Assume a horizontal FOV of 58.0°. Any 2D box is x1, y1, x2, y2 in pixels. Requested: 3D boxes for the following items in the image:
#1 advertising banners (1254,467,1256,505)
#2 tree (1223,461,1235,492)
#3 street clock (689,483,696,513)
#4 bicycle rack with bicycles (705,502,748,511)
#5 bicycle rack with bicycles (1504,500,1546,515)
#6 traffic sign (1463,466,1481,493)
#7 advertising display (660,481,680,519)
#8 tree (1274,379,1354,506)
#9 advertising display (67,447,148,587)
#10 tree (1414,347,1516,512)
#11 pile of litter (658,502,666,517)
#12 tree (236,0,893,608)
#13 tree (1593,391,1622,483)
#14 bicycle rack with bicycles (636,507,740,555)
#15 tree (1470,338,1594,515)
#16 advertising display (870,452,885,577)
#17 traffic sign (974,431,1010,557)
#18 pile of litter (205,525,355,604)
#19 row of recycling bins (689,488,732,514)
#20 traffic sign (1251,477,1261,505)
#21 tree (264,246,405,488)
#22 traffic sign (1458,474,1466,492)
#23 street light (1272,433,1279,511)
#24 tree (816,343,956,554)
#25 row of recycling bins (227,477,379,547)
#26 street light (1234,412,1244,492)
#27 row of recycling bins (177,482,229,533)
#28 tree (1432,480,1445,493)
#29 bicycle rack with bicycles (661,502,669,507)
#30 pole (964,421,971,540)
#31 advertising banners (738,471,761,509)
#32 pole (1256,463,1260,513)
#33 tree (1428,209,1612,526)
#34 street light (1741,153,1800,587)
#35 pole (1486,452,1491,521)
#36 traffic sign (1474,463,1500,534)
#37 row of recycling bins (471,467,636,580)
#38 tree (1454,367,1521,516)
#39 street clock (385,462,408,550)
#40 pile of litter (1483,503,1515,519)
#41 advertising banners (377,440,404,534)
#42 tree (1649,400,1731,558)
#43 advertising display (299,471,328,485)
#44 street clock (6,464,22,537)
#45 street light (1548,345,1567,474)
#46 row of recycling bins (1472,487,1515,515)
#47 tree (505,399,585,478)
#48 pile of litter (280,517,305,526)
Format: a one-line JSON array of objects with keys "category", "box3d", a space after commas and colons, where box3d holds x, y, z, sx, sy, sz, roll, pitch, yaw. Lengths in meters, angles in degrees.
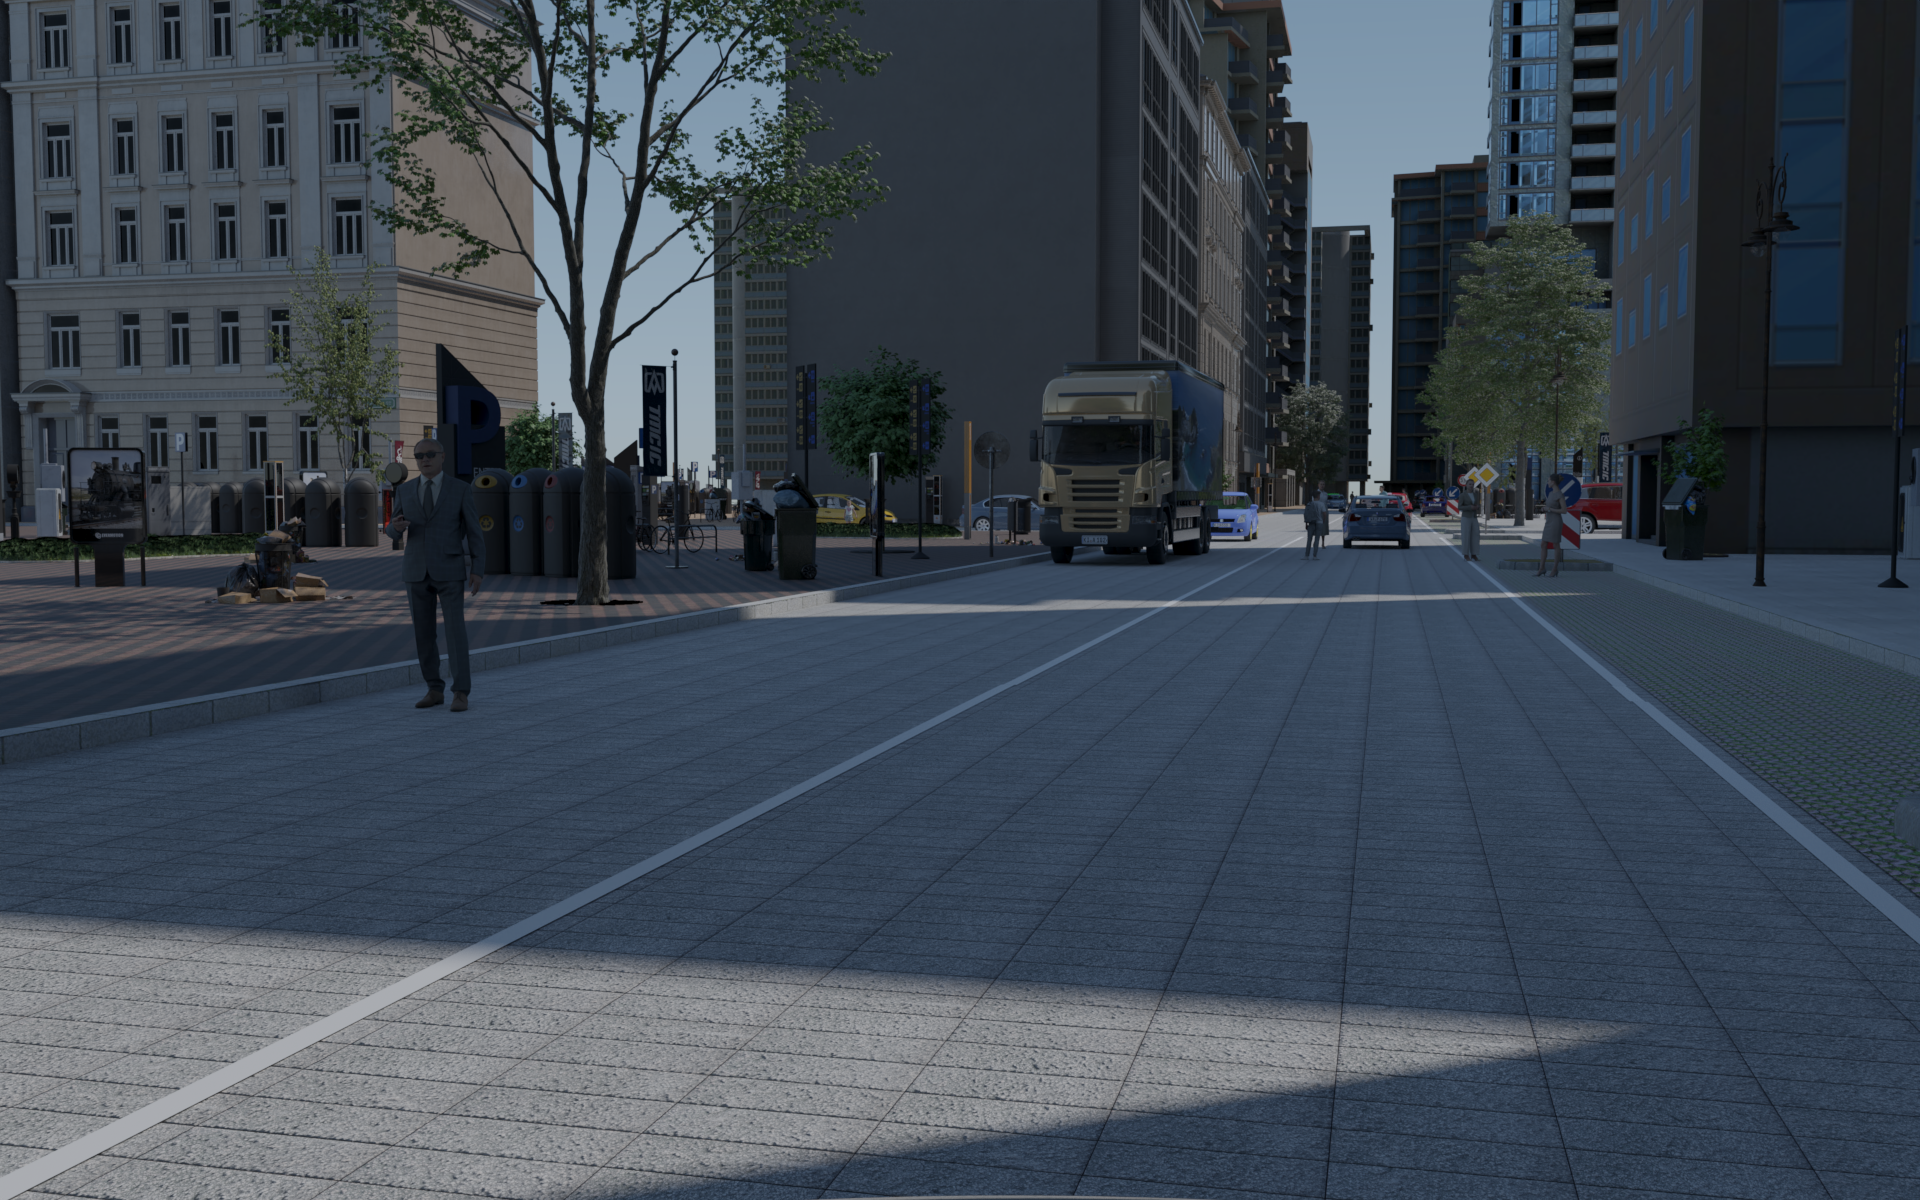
[{"category": "advertising banners", "box3d": [17.285, -6.444, 101.551, 0.090, 3.025, 2.074, 1, 4, 11]}, {"category": "tree", "box3d": [13.038, -5.665, 87.228, 1.663, 3.219, 1.824, 0, 3, 0]}, {"category": "street clock", "box3d": [-16.808, -6.381, 108.901, 0.358, 2.002, 0.471, -2, 4, -33]}, {"category": "bicycle rack with bicycles", "box3d": [-10.513, -4.010, 78.937, 2.852, 0.926, 2.925, 1, 4, 11]}, {"category": "bicycle rack with bicycles", "box3d": [34.030, -5.519, 103.612, 2.925, 0.926, 2.852, -1, 4, -11]}, {"category": "traffic sign", "box3d": [18.633, -3.617, 62.774, 0.795, 2.450, 0.064, 1, 4, 14]}, {"category": "advertising display", "box3d": [-14.342, -4.930, 85.814, 0.974, 1.923, 0.123, 0, 4, -2]}, {"category": "tree", "box3d": [38.912, -17.509, 192.921, 9.857, 13.997, 8.962, 0, 3, 0]}, {"category": "advertising display", "box3d": [-11.797, -1.148, 23.989, 0.974, 1.923, 0.123, -1, 4, -13]}, {"category": "tree", "box3d": [36.038, -12.030, 122.446, 9.928, 11.665, 9.643, 0, 3, 0]}, {"category": "pile of litter", "box3d": [-16.943, -5.177, 98.604, 1.719, 0.858, 1.176, 2, 4, 34]}, {"category": "tree", "box3d": [-4.213, -5.742, 19.637, 9.928, 11.665, 9.643, 0, 3, 0]}, {"category": "tree", "box3d": [42.264, -10.077, 115.117, 4.737, 8.622, 4.395, 0, 3, 0]}, {"category": "bicycle rack with bicycles", "box3d": [-6.739, -1.485, 37.655, 2.852, 0.926, 2.925, 2, 4, 28]}, {"category": "tree", "box3d": [25.440, -7.855, 78.797, 4.737, 8.622, 4.395, 0, 3, 0]}, {"category": "advertising display", "box3d": [-1.300, -1.345, 27.204, 0.123, 1.923, 0.974, -1, 4, -10]}, {"category": "traffic sign", "box3d": [0.637, -2.141, 35.117, 0.768, 2.556, 0.104, 1, 4, 15]}, {"category": "pile of litter", "box3d": [-8.157, -0.422, 20.860, 1.719, 0.858, 1.176, -1, 4, -20]}, {"category": "row of recycling bins", "box3d": [-16.248, -6.443, 112.455, 3.534, 1.692, 1.069, 2, 4, 32]}, {"category": "traffic sign", "box3d": [17.903, -6.282, 104.847, 0.606, 2.300, 0.079, 2, 4, 23]}, {"category": "tree", "box3d": [-18.251, -6.166, 51.184, 4.737, 8.622, 4.395, 0, 3, 0]}, {"category": "traffic sign", "box3d": [32.425, -6.813, 111.497, 0.768, 2.556, 0.104, 1, 4, 18]}, {"category": "street light", "box3d": [23.279, -9.484, 127.851, 0.468, 5.910, 1.993, 1, 4, 14]}, {"category": "tree", "box3d": [-1.650, -3.319, 37.982, 4.285, 4.588, 4.351, 0, 3, 0]}, {"category": "row of recycling bins", "box3d": [-15.906, -2.155, 42.354, 3.534, 1.692, 1.069, 1, 4, 10]}, {"category": "street light", "box3d": [15.676, -7.632, 97.577, 0.468, 5.910, 1.993, 1, 4, 14]}, {"category": "row of recycling bins", "box3d": [-24.279, -3.058, 57.104, 3.534, 1.692, 1.069, 1, 4, 12]}, {"category": "tree", "box3d": [58.041, -13.192, 210.289, 1.663, 3.219, 1.824, 0, 3, 0]}, {"category": "bicycle rack with bicycles", "box3d": [-14.345, -4.190, 81.895, 2.925, 0.926, 2.852, 0, 4, -1]}, {"category": "pole", "box3d": [0.219, -3.357, 48.738, 0.158, 3.312, 0.155, 0, 3, 0]}, {"category": "advertising banners", "box3d": [-15.996, -8.274, 131.468, 2.074, 3.025, 0.090, -3, 4, -36]}, {"category": "pole", "box3d": [19.737, -7.397, 114.785, 0.158, 3.312, 0.155, 0, 3, 0]}, {"category": "tree", "box3d": [22.901, -9.246, 69.295, 7.486, 12.596, 7.792, 0, 3, 0]}, {"category": "street light", "box3d": [11.120, -3.127, 23.909, 0.468, 5.910, 1.993, 1, 4, 14]}, {"category": "pole", "box3d": [25.541, -5.499, 83.751, 0.158, 3.312, 0.155, 0, 3, 0]}, {"category": "traffic sign", "box3d": [16.718, -3.142, 55.021, 0.795, 2.450, 0.064, 1, 4, 14]}, {"category": "row of recycling bins", "box3d": [-6.400, -1.226, 27.160, 3.534, 1.692, 1.069, 3, 4, 37]}, {"category": "tree", "box3d": [30.138, -9.101, 99.158, 4.360, 8.622, 3.978, 0, 3, 0]}, {"category": "street clock", "box3d": [-12.867, -2.143, 39.606, 0.471, 2.002, 0.358, 1, 4, 19]}, {"category": "pile of litter", "box3d": [27.966, -4.648, 89.956, 1.719, 0.858, 1.176, 2, 4, 27]}, {"category": "advertising banners", "box3d": [-18.475, -3.644, 55.774, 0.090, 3.025, 2.074, 1, 4, 16]}, {"category": "tree", "box3d": [15.289, -2.499, 35.467, 1.663, 3.219, 1.824, 0, 3, 0]}, {"category": "advertising display", "box3d": [-17.919, -2.620, 48.055, 0.123, 1.923, 0.974, 1, 4, 22]}, {"category": "street clock", "box3d": [-23.098, -2.307, 42.296, 0.358, 2.002, 0.471, -1, 4, -22]}, {"category": "street light", "box3d": [18.615, -4.970, 54.053, 0.468, 5.910, 1.993, 1, 4, 14]}, {"category": "row of recycling bins", "box3d": [33.500, -6.231, 108.982, 3.534, 1.692, 1.069, -1, 4, -18]}, {"category": "tree", "box3d": [-14.628, -4.670, 60.070, 4.285, 4.588, 4.351, 0, 3, 0]}, {"category": "pile of litter", "box3d": [-12.684, -1.123, 32.328, 1.176, 0.858, 1.719, -3, 4, -37]}]
